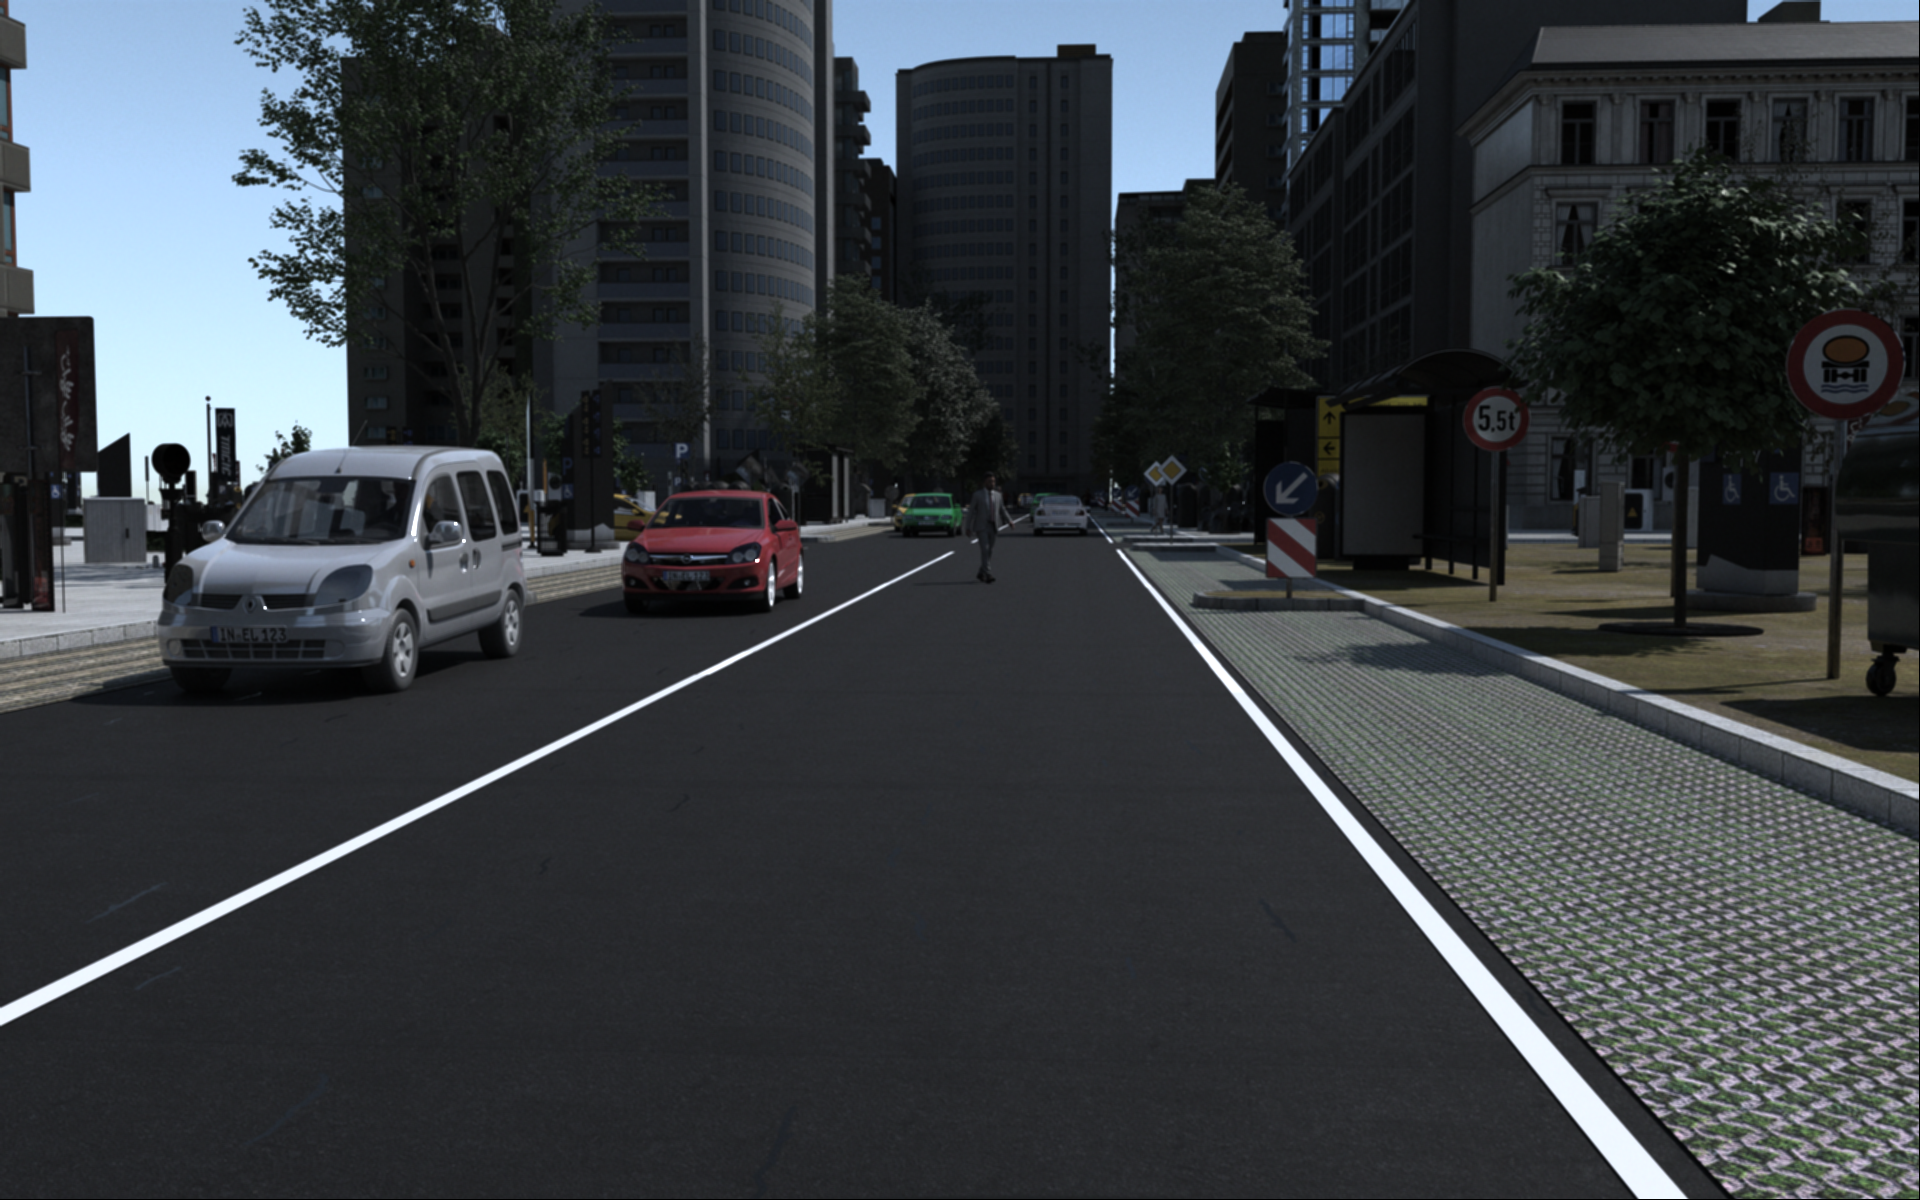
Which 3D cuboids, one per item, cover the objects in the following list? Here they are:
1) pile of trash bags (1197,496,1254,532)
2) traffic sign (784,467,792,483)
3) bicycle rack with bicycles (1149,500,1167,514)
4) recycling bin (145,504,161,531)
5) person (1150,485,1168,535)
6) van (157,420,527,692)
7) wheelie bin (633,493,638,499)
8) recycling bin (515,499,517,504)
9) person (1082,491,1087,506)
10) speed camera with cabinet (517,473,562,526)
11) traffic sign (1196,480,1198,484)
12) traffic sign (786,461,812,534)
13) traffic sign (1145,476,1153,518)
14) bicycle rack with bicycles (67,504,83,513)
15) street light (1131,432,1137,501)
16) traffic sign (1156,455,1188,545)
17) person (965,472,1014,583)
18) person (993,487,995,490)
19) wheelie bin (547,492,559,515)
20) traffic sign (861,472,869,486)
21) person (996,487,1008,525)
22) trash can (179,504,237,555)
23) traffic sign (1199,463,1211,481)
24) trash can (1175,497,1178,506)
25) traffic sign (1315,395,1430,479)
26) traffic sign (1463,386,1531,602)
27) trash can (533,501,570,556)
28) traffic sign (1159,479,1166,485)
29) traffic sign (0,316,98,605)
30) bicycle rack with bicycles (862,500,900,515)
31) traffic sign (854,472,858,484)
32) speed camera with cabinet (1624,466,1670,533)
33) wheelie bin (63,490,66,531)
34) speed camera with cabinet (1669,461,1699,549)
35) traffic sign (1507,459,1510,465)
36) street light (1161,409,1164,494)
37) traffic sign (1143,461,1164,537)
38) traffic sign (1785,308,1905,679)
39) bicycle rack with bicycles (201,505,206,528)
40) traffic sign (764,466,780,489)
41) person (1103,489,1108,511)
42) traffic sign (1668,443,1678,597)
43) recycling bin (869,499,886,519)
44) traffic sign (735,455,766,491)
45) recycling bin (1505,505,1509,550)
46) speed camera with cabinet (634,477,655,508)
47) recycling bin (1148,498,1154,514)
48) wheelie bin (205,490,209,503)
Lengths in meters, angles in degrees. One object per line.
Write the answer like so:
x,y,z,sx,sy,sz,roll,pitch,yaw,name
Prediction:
9.865,-3.011,58.981,3.447,1.369,1.912,0,4,-2,pile of trash bags
-7.803,-4.922,80.588,0.768,2.556,0.104,0,4,4,traffic sign
12.857,-5.586,104.715,2.925,0.926,2.852,0,4,-6,bicycle rack with bicycles
-20.086,-1.828,42.444,0.722,1.027,0.722,0,4,2,recycling bin
6.802,-3.061,59.302,0.760,1.731,0.466,2,4,35,person
-4.790,-0.419,13.865,2.013,2.044,4.112,0,4,2,van
-19.228,-5.703,101.155,0.693,1.594,0.980,2,4,33,wheelie bin
-21.918,-4.464,85.547,0.722,1.027,0.722,-1,4,-14,recycling bin
13.916,-11.119,190.393,1.348,1.812,0.705,2,4,29,person
-16.856,-4.623,69.926,2.038,3.252,0.660,1,4,13,speed camera with cabinet
12.715,-5.843,95.540,0.884,2.594,0.081,1,4,9,traffic sign
-4.887,-2.998,52.661,0.795,2.450,0.064,0,4,4,traffic sign
10.265,-5.664,92.708,0.768,2.556,0.104,1,4,13,traffic sign
-53.748,-5.670,106.093,2.925,0.926,2.852,-1,4,-11,bicycle rack with bicycles
12.702,-9.397,126.428,0.468,5.910,1.993,0,4,4,street light
5.373,-2.467,43.983,0.795,2.450,0.064,0,4,4,traffic sign
0.446,-1.178,28.038,0.678,1.792,0.850,-2,4,-27,person
1.357,-3.895,72.575,0.661,1.777,0.834,1,4,9,person
-24.665,-5.931,104.880,0.980,1.594,0.693,2,4,28,wheelie bin
-5.396,-6.166,100.927,0.768,2.556,0.104,0,4,8,traffic sign
1.807,-4.284,78.949,0.834,1.777,0.661,3,5,40,person
-10.513,-0.770,24.240,0.748,1.137,0.748,0,3,0,trash can
10.330,-4.406,72.146,0.768,2.556,0.104,0,4,7,traffic sign
11.335,-4.706,88.594,0.748,1.137,0.748,0,3,0,trash can
8.483,-2.558,35.703,2.265,3.308,0.079,1,4,12,traffic sign
6.367,-1.254,20.614,0.768,2.556,0.104,1,4,13,traffic sign
-8.433,-1.476,35.784,0.748,1.137,0.748,0,3,0,trash can
9.998,-5.166,86.598,0.606,2.300,0.079,1,4,13,traffic sign
-11.035,-1.596,19.967,2.265,3.308,0.079,0,4,5,traffic sign
-4.424,-5.582,104.644,2.852,0.926,2.925,3,5,42,bicycle rack with bicycles
-6.170,-5.998,98.171,0.768,2.556,0.104,1,4,12,traffic sign
22.764,-3.826,56.884,2.038,3.252,0.660,2,4,35,speed camera with cabinet
-31.620,-3.218,60.520,0.693,1.594,0.980,-3,4,-37,wheelie bin
17.556,-2.869,41.237,0.660,3.252,2.038,2,4,35,speed camera with cabinet
9.696,-1.957,32.006,0.884,2.594,0.081,0,4,7,traffic sign
10.228,-7.030,87.724,0.468,5.910,1.993,0,4,4,street light
5.884,-2.955,51.952,0.795,2.450,0.064,0,4,4,traffic sign
6.070,-0.725,11.961,0.768,2.556,0.104,1,4,9,traffic sign
-24.704,-2.702,57.553,2.925,0.926,2.852,-1,4,-20,bicycle rack with bicycles
-8.688,-4.857,79.417,0.884,2.594,0.081,1,4,13,traffic sign
12.233,-8.354,145.075,0.705,1.826,1.348,0,4,-7,person
8.880,-1.306,21.466,0.768,2.556,0.104,1,4,12,traffic sign
-4.365,-4.807,91.149,0.722,1.027,0.722,-2,4,-24,recycling bin
-5.398,-2.511,44.692,0.795,2.450,0.064,0,4,4,traffic sign
12.220,-1.688,40.157,0.722,1.027,0.722,-1,4,-11,recycling bin
-19.319,-6.745,104.612,0.660,3.252,2.038,2,4,32,speed camera with cabinet
12.837,-6.207,114.039,0.722,1.027,0.722,2,4,29,recycling bin
-42.953,-5.618,99.765,0.980,1.594,0.693,0,4,-2,wheelie bin
